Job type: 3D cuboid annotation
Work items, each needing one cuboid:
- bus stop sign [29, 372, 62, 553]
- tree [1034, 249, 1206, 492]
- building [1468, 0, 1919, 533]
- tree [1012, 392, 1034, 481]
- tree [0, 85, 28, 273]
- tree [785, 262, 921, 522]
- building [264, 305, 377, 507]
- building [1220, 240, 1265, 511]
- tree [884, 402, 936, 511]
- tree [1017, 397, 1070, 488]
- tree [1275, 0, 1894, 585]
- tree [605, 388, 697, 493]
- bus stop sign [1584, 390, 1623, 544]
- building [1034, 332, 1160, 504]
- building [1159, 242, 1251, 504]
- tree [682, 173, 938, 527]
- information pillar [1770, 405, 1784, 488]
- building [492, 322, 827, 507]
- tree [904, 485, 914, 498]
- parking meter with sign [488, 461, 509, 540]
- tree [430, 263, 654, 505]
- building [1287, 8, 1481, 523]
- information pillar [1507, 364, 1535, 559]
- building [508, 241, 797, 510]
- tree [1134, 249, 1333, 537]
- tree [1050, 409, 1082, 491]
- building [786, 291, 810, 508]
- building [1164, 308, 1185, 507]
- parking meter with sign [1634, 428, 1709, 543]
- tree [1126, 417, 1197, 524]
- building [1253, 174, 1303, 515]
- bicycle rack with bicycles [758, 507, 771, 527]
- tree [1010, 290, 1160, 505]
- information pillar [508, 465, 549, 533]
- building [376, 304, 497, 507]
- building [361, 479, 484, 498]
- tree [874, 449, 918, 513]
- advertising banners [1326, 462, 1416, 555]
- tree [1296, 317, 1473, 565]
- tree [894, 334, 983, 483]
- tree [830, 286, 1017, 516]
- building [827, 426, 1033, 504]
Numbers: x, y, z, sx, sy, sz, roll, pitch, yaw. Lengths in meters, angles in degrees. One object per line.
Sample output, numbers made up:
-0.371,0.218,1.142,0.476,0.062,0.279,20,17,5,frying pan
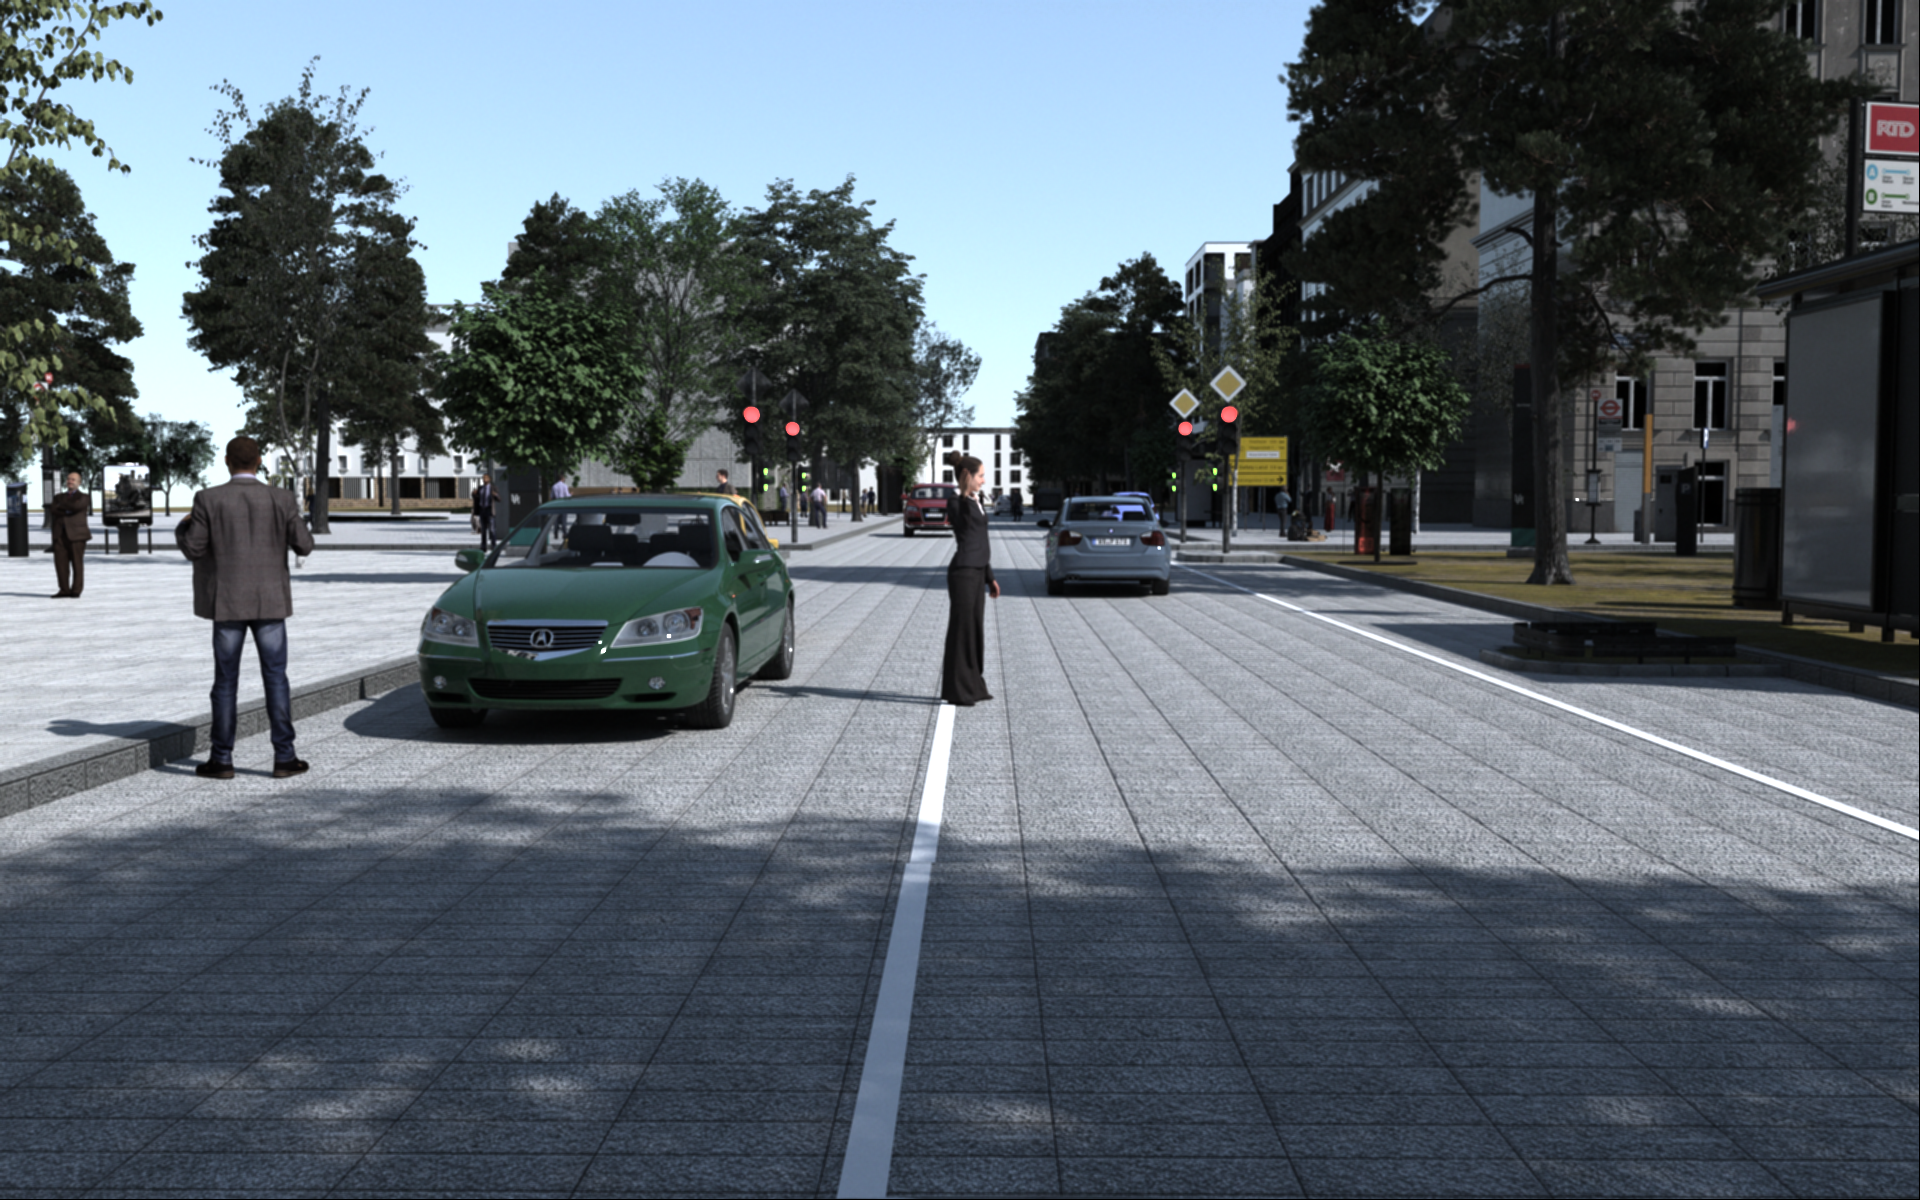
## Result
-19.921,-2.996,37.684,0.416,3.939,0.855,1,4,10,bus stop sign
8.805,-11.176,90.158,7.806,13.903,7.818,0,3,0,tree
32.113,-16.134,61.062,25.104,27.353,12.463,0,4,1,building
9.786,-17.599,195.163,7.806,13.903,7.818,0,3,0,tree
-14.204,-4.416,22.558,4.360,8.622,3.978,0,3,0,tree
-4.901,-9.677,80.268,6.751,12.117,7.091,0,3,0,tree
-63.070,-19.714,178.746,11.380,20.091,16.016,0,4,1,building
28.465,-17.005,134.451,16.016,20.091,11.380,0,4,1,building
-4.192,-10.880,128.257,4.737,8.622,4.395,0,3,0,tree
9.999,-16.726,183.845,12.009,13.543,11.850,0,3,0,tree
8.252,-7.163,24.536,7.806,13.903,7.818,0,3,0,tree
-5.528,-2.263,31.608,1.663,3.219,1.824,0,3,0,tree
16.497,-3.407,44.410,0.855,3.939,0.416,2,4,28,bus stop sign
26.508,-23.556,229.119,32.646,21.610,27.936,0,4,1,building
33.990,-19.127,156.698,27.936,21.610,32.646,0,4,1,building
-5.779,-9.876,68.123,9.857,13.997,8.962,0,3,0,tree
22.213,-3.318,45.571,1.656,3.620,0.184,2,4,25,information pillar
-30.221,-19.086,178.513,31.486,18.905,16.747,0,4,1,building
-4.018,-8.579,134.867,1.663,3.219,1.824,0,3,0,tree
-12.561,-3.167,48.043,1.738,3.016,0.543,3,4,38,parking meter with sign
-5.980,-2.504,24.661,4.285,4.588,4.351,0,3,0,tree
27.479,-15.669,89.465,16.112,22.955,30.059,0,4,1,building
11.455,-2.774,34.729,0.750,3.857,0.750,2,4,28,information pillar
-23.059,-16.567,137.323,16.747,18.905,31.486,0,4,1,building
8.030,-6.208,51.859,4.737,8.622,4.395,0,3,0,tree
9.404,-11.639,140.665,4.360,8.622,3.978,0,3,0,tree
-21.932,-18.489,158.712,16.016,20.091,11.380,0,4,1,building
29.003,-19.728,178.976,16.016,20.091,11.380,0,4,1,building
18.873,-3.044,46.036,1.738,3.016,0.543,2,4,35,parking meter with sign
8.637,-5.515,73.881,4.285,4.588,4.351,0,3,0,tree
26.549,-17.290,112.369,12.332,23.373,15.834,0,4,1,building
-6.167,-2.010,46.244,2.852,0.926,2.925,1,4,13,bicycle rack with bicycles
8.920,-12.271,107.287,9.857,13.997,8.962,0,3,0,tree
-8.791,-2.807,35.268,0.750,3.857,0.750,0,4,5,information pillar
-51.688,-19.717,178.800,11.380,20.091,16.016,0,4,1,building
-61.291,-17.050,220.920,28.070,9.664,9.099,0,4,1,building
-4.501,-8.349,120.217,4.285,4.588,4.351,0,3,0,tree
8.555,-2.454,36.304,2.074,3.025,0.090,0,4,-7,advertising banners
7.659,-2.932,31.647,4.285,4.588,4.351,0,3,0,tree
-4.128,-20.693,194.213,12.611,20.169,13.585,0,3,0,tree
-4.455,-11.676,101.268,12.009,13.543,11.850,0,3,0,tree
-4.182,-16.944,219.189,28.070,9.664,9.099,0,4,1,building
